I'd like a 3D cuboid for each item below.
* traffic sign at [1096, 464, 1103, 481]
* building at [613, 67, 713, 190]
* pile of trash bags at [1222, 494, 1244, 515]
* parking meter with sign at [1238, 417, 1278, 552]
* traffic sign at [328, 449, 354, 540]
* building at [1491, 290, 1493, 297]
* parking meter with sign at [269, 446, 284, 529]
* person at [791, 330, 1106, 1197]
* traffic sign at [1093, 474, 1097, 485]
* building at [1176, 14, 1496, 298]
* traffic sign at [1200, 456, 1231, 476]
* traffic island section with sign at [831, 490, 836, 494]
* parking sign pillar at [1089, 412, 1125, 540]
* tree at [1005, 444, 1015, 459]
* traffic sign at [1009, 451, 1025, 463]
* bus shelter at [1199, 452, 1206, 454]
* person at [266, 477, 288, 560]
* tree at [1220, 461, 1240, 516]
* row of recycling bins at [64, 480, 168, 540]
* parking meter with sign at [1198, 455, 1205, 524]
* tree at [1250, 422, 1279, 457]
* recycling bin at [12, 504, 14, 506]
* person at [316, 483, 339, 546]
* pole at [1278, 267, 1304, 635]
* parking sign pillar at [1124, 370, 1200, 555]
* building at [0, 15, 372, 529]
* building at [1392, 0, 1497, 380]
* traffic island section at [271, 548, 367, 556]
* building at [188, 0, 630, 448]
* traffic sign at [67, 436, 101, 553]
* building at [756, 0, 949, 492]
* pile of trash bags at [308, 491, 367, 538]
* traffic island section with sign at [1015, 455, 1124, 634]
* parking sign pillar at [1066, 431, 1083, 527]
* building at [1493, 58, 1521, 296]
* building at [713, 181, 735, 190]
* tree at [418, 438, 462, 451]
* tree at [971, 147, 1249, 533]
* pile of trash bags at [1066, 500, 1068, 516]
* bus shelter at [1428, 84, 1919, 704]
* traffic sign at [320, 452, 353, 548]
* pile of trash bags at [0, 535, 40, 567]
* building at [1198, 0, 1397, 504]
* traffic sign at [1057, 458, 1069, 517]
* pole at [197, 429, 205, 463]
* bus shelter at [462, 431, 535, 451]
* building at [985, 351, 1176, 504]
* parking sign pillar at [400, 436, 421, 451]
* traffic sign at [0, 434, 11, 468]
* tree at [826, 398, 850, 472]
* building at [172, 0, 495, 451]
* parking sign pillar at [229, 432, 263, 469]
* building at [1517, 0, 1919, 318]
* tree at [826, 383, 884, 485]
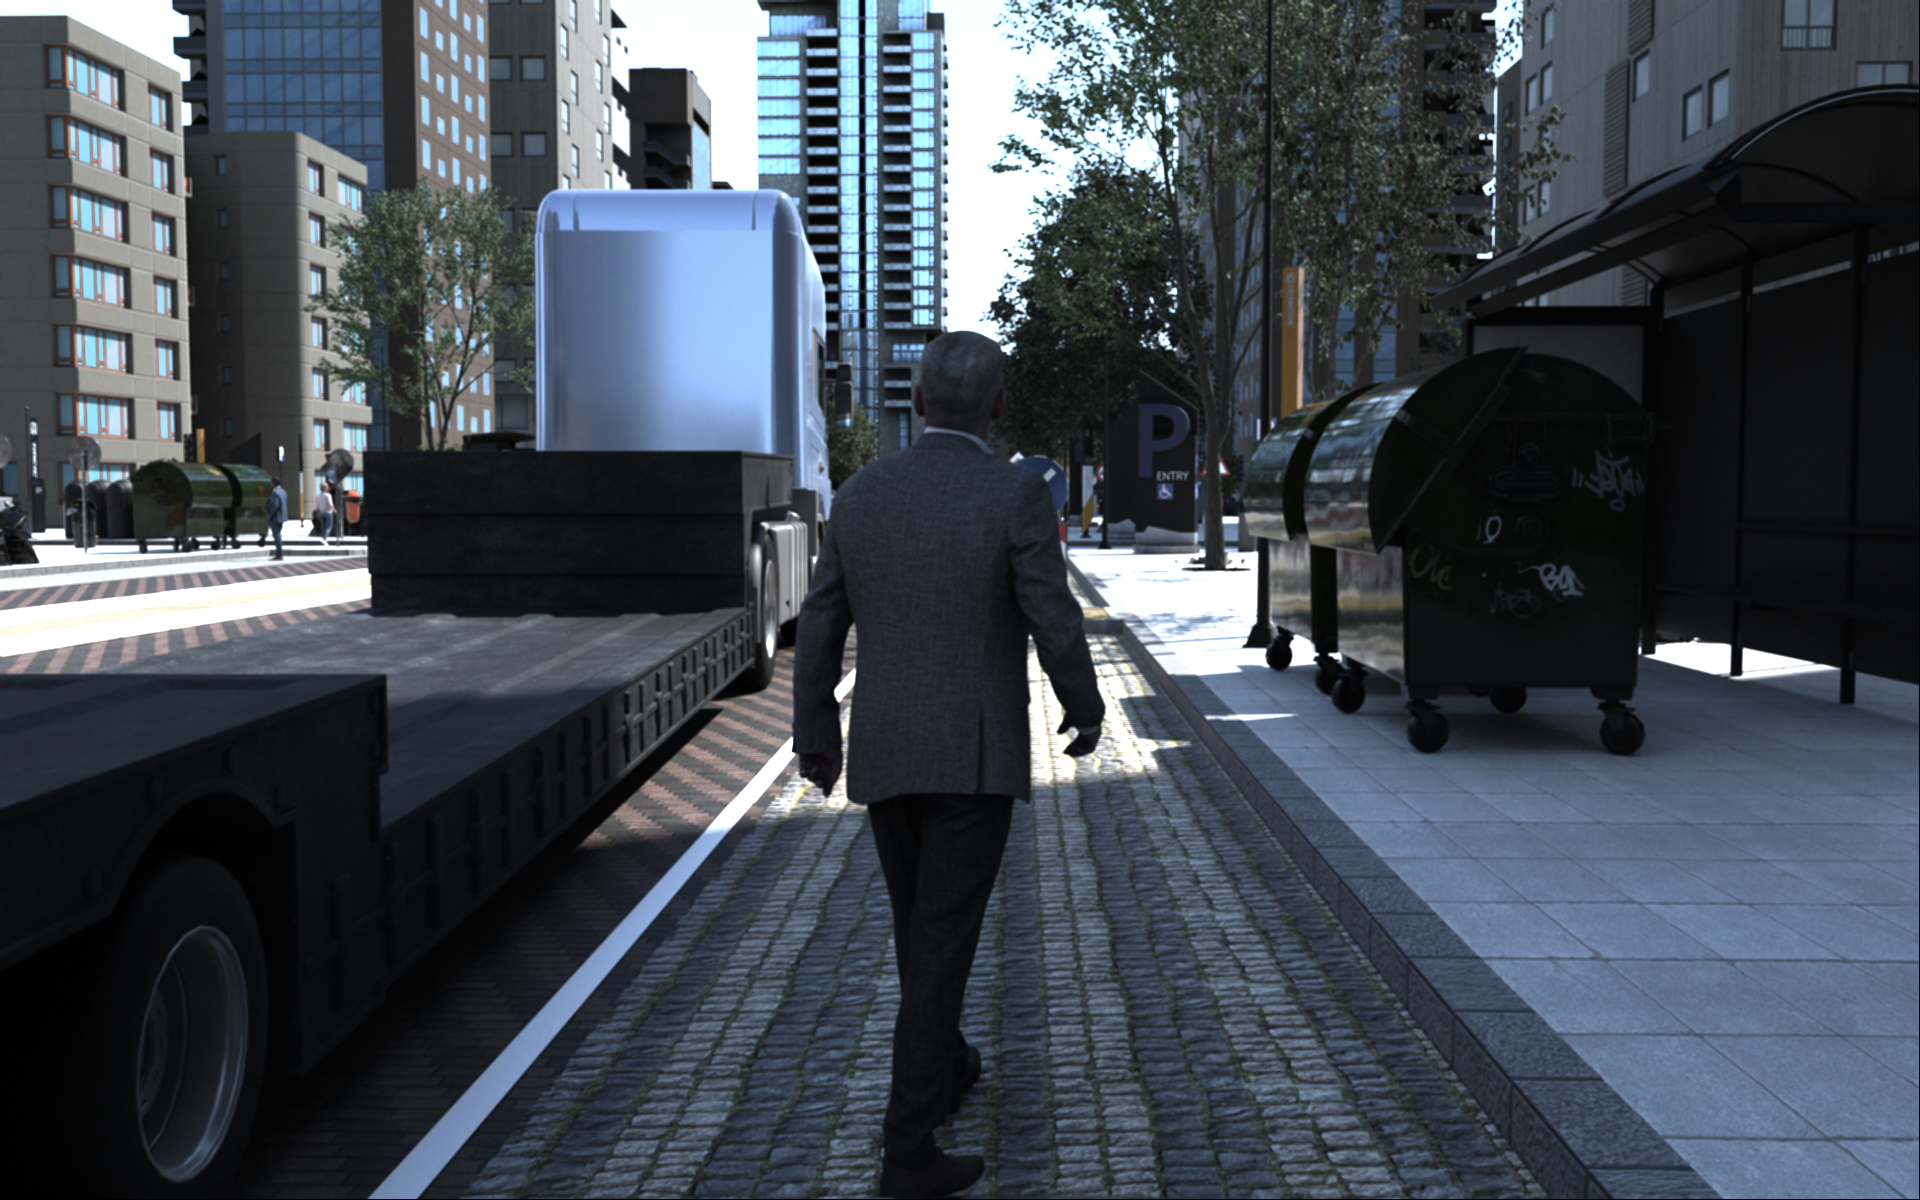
[{"bbox_3d":[5.982,-4.356,71.330,0.768,2.556,0.104,0,4,5],"label":"traffic sign"},{"bbox_3d":[-33.835,-32.394,179.749,14.200,45.320,14.600,0,4,2],"label":"building"},{"bbox_3d":[16.318,-5.784,104.323,1.912,1.369,3.447,2,4,32],"label":"pile of trash bags"},{"bbox_3d":[6.639,-2.599,38.761,0.543,3.016,1.738,1,4,23],"label":"parking meter with sign"},{"bbox_3d":[-17.387,-2.968,48.641,0.768,2.556,0.104,0,4,7],"label":"traffic sign"},{"bbox_3d":[65.015,-27.822,226.585,14.107,30.474,14.160,0,4,2],"label":"building"},{"bbox_3d":[-25.598,-4.090,63.128,1.738,3.016,0.543,0,4,-5],"label":"parking meter with sign"},{"bbox_3d":[-0.004,0.313,3.775,0.661,1.777,0.834,1,4,20],"label":"person"},{"bbox_3d":[8.096,-6.543,107.084,0.768,2.556,0.104,0,4,4],"label":"traffic sign"},{"bbox_3d":[35.960,-35.546,170.421,28.713,52.752,27.495,0,4,2],"label":"building"},{"bbox_3d":[7.346,-3.049,49.862,0.884,2.594,0.081,0,4,4],"label":"traffic sign"},{"bbox_3d":[-11.064,-8.704,150.939,1.989,1.847,2.006,0,4,2],"label":"traffic island section with sign"},{"bbox_3d":[4.711,-3.672,48.502,1.447,3.967,1.447,-2,4,-34],"label":"parking sign pillar"},{"bbox_3d":[9.475,-17.995,200.868,9.857,13.997,8.962,0,3,0],"label":"tree"},{"bbox_3d":[1.368,-2.265,40.669,0.795,2.450,0.064,0,4,2],"label":"traffic sign"},{"bbox_3d":[8.299,-4.519,67.808,2.014,3.302,5.546,0,4,2],"label":"bus shelter"},{"bbox_3d":[-14.676,-1.746,37.234,0.419,1.800,0.721,-1,4,-9],"label":"person"},{"bbox_3d":[15.234,-6.476,100.480,1.663,3.219,1.824,0,3,0],"label":"tree"},{"bbox_3d":[-24.182,-2.597,49.582,3.534,1.692,1.069,1,4,21],"label":"row of recycling bins"},{"bbox_3d":[10.437,-4.842,75.424,0.543,3.016,1.738,1,4,14],"label":"parking meter with sign"},{"bbox_3d":[13.617,-5.389,71.822,4.285,4.588,4.351,0,3,0],"label":"tree"},{"bbox_3d":[-23.389,-1.800,41.991,0.722,1.027,0.722,-1,4,-17],"label":"recycling bin"},{"bbox_3d":[-17.159,-2.306,46.871,0.731,1.740,0.598,0,4,4],"label":"person"},{"bbox_3d":[3.013,-1.340,15.746,0.158,3.312,0.155,0,3,0],"label":"pole"},{"bbox_3d":[4.459,-2.987,37.311,1.447,3.967,1.447,1,4,17],"label":"parking sign pillar"},{"bbox_3d":[-45.501,-14.227,77.657,27.650,21.520,28.899,0,4,2],"label":"building"},{"bbox_3d":[26.509,-28.456,115.368,14.600,45.320,14.200,0,4,2],"label":"building"},{"bbox_3d":[-14.842,-1.161,41.259,2.009,0.180,2.903,0,4,2],"label":"traffic island section"},{"bbox_3d":[-41.969,-33.570,138.107,28.713,52.752,27.495,0,4,2],"label":"building"},{"bbox_3d":[-19.124,-2.306,37.817,0.768,2.556,0.104,0,4,3],"label":"traffic sign"},{"bbox_3d":[-14.538,-56.176,231.142,31.000,86.520,22.319,0,4,2],"label":"building"},{"bbox_3d":[-18.475,-2.595,52.179,1.912,1.369,3.447,-2,4,-27],"label":"pile of trash bags"},{"bbox_3d":[0.704,-0.607,18.555,1.989,1.847,2.006,0,4,2],"label":"traffic island section with sign"},{"bbox_3d":[4.727,-4.867,68.044,1.447,3.967,1.447,2,4,26],"label":"parking sign pillar"},{"bbox_3d":[66.700,-33.578,172.698,21.600,48.544,21.300,0,4,2],"label":"building"},{"bbox_3d":[-44.580,-35.451,234.255,28.867,44.769,22.147,0,4,2],"label":"building"},{"bbox_3d":[-28.934,-6.910,96.693,4.285,4.588,4.351,0,3,0],"label":"tree"},{"bbox_3d":[4.936,-8.591,57.475,9.611,12.733,9.660,0,3,0],"label":"tree"},{"bbox_3d":[6.415,-5.608,101.450,3.447,1.369,1.912,1,4,17],"label":"pile of trash bags"},{"bbox_3d":[4.724,-1.066,11.345,2.014,3.302,5.546,0,4,2],"label":"bus shelter"},{"bbox_3d":[-14.818,-2.297,41.197,0.795,2.450,0.064,0,4,2],"label":"traffic sign"},{"bbox_3d":[-18.484,-1.320,31.327,3.447,1.369,1.912,1,4,15],"label":"pile of trash bags"},{"bbox_3d":[28.349,-30.563,149.819,14.600,45.320,14.200,0,4,2],"label":"building"},{"bbox_3d":[6.086,-6.275,96.476,2.265,3.308,0.079,0,4,6],"label":"traffic sign"},{"bbox_3d":[-23.729,-3.691,54.189,0.158,3.312,0.155,0,3,0],"label":"pole"},{"bbox_3d":[-17.562,-4.653,67.367,1.731,3.624,6.357,0,4,2],"label":"bus shelter"},{"bbox_3d":[16.033,-23.836,234.751,28.899,21.520,27.650,0,4,2],"label":"building"},{"bbox_3d":[-25.553,-5.681,81.357,1.447,3.967,1.447,-3,5,-43],"label":"parking sign pillar"},{"bbox_3d":[-19.965,-2.182,35.785,0.768,2.556,0.104,0,4,5],"label":"traffic sign"},{"bbox_3d":[-13.562,-13.525,155.545,8.767,10.594,7.601,1,4,11],"label":"tree"},{"bbox_3d":[-37.757,-27.895,106.197,14.600,45.320,14.200,0,4,2],"label":"building"},{"bbox_3d":[-30.739,-5.268,74.597,1.447,3.967,1.447,-1,4,-19],"label":"parking sign pillar"},{"bbox_3d":[40.894,-29.626,73.623,27.495,52.752,28.713,0,4,2],"label":"building"},{"bbox_3d":[-13.384,-15.369,168.287,9.611,12.733,9.660,0,3,0],"label":"tree"}]
